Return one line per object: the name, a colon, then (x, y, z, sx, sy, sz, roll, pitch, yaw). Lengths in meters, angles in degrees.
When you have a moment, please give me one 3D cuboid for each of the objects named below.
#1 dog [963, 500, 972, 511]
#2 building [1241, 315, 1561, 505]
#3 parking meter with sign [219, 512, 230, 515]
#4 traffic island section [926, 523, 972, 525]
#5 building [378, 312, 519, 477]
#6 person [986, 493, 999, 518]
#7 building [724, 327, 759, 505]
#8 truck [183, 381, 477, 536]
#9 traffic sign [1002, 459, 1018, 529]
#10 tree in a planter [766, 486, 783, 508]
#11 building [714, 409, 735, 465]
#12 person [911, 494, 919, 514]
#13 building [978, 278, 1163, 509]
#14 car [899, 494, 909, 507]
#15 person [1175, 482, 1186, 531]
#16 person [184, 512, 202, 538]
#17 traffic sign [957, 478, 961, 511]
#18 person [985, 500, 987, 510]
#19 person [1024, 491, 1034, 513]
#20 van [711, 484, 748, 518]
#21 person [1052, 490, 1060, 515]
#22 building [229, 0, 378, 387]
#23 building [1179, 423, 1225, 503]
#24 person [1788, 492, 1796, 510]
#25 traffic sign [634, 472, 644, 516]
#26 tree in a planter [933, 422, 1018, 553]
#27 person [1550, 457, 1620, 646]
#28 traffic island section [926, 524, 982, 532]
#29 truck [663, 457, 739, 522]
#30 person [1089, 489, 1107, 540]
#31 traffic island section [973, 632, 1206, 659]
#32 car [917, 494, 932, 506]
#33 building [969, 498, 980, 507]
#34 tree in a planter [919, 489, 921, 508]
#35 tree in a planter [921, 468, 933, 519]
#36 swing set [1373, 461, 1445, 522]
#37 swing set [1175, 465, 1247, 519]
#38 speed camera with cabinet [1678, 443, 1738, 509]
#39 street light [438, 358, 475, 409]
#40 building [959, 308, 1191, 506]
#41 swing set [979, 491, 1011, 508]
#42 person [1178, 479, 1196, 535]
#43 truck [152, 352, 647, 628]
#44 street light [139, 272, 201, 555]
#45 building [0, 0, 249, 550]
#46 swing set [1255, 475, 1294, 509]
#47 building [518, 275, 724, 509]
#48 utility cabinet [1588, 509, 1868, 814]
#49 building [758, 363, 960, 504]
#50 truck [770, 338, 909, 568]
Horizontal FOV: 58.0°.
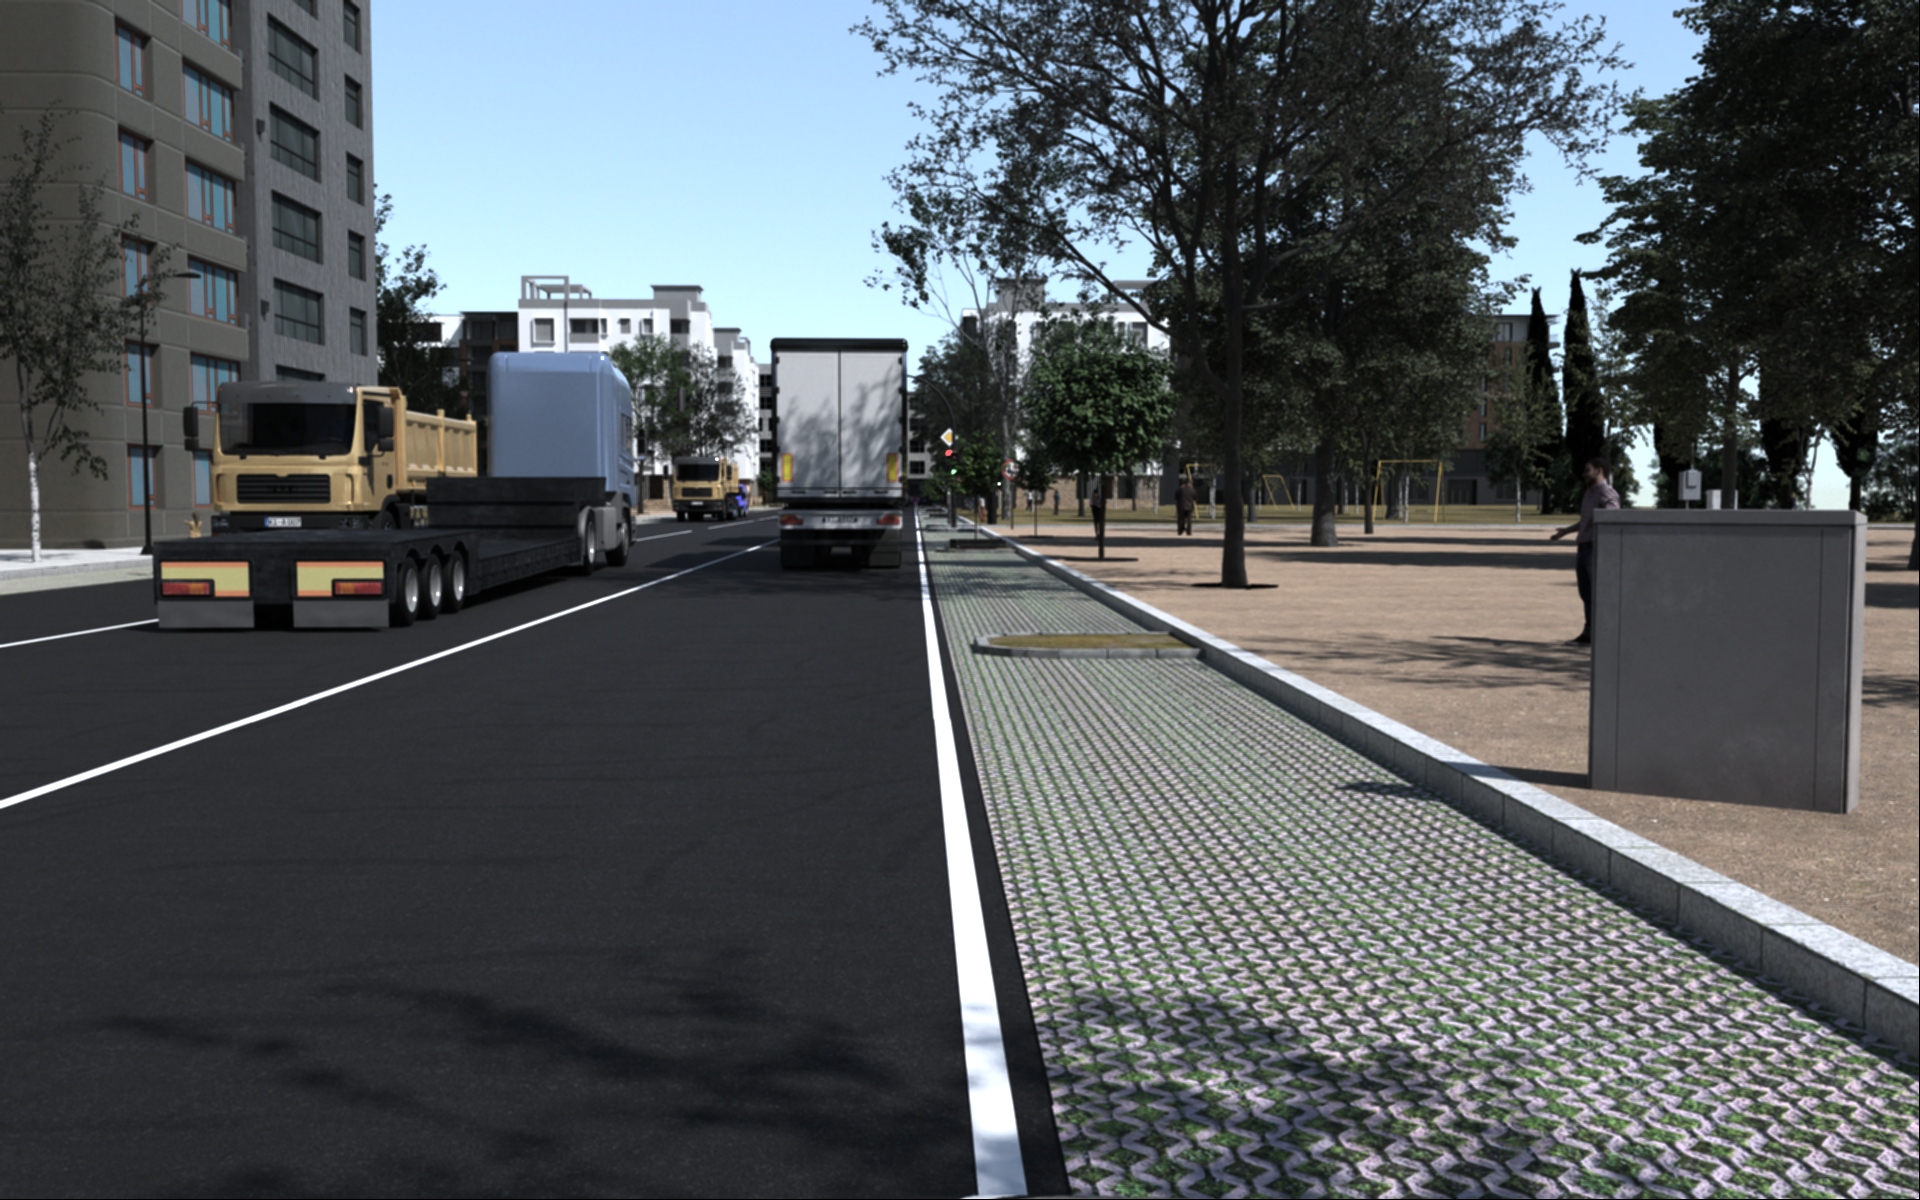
dog: (0.712, -7.152, 131.317, 0.800, 0.831, 0.513, 3, 5, 40)
building: (51.670, -22.440, 210.876, 32.646, 21.610, 27.936, 0, 4, -2)
parking meter with sign: (-17.279, -2.807, 42.149, 0.543, 3.016, 1.738, 1, 4, 16)
traffic island section: (-0.430, -3.151, 73.793, 2.009, 0.180, 2.903, 0, 4, -2)
building: (-52.765, -22.259, 207.917, 32.646, 21.610, 27.936, 0, 4, -2)
person: (1.793, -5.425, 94.611, 0.709, 1.838, 0.599, 0, 4, 6)
building: (-31.494, -20.661, 194.228, 16.016, 20.091, 11.380, 0, 4, -2)
truck: (-11.472, -2.253, 32.765, 3.469, 3.379, 9.791, 0, 4, -3)
traffic sign: (1.896, -3.835, 62.815, 0.768, 2.556, 0.104, 0, 4, 2)
tree in a planter: (-18.563, -10.877, 175.062, 1.991, 3.239, 1.994, 0, 4, -2)
building: (-27.092, -14.207, 174.436, 9.099, 9.664, 28.070, 0, 4, -2)
person: (-3.213, -6.760, 122.258, 0.726, 1.435, 0.776, -1, 4, -13)
building: (9.661, -18.397, 157.214, 16.016, 20.091, 11.380, 0, 4, -2)
car: (-6.670, -10.938, 187.502, 2.281, 1.827, 5.304, 0, 4, -3)
person: (7.783, -3.292, 60.792, 0.541, 1.710, 0.530, -1, 4, -9)
person: (-18.619, -1.718, 42.055, 0.347, 0.859, 0.695, -3, 5, -39)
traffic sign: (0.052, -7.846, 128.392, 0.768, 2.556, 0.104, 0, 4, 3)
person: (2.014, -7.880, 135.413, 0.617, 1.759, 0.750, -3, 5, -44)
person: (4.768, -6.849, 118.754, 0.841, 1.734, 0.376, -2, 4, -29)
van: (-14.112, -6.214, 105.990, 2.240, 2.365, 5.245, 0, 4, -3)
person: (5.833, -5.910, 104.883, 0.429, 1.552, 0.499, 2, 4, 24)
building: (-26.940, -17.335, 55.131, 14.107, 30.474, 14.160, 0, 4, -2)
building: (43.530, -23.110, 244.308, 31.486, 18.905, 16.747, 0, 4, -2)
person: (33.894, -3.627, 70.343, 0.613, 1.512, 0.480, 2, 4, 26)
traffic sign: (-18.971, -6.229, 101.943, 0.768, 2.556, 0.104, 0, 4, 7)
tree in a planter: (0.397, -2.786, 42.772, 1.991, 3.239, 1.994, 0, 4, -2)
person: (5.291, -0.397, 14.485, 0.435, 1.587, 0.963, 0, 4, -7)
traffic island section: (-0.217, -2.662, 65.811, 2.009, 0.180, 2.903, 0, 4, -2)
truck: (-13.448, -5.856, 91.670, 3.469, 3.379, 9.791, 0, 4, -2)
person: (3.785, -2.375, 48.064, 0.628, 1.438, 0.799, -1, 4, -18)
traffic island section: (1.126, 0.424, 15.933, 1.991, 0.108, 1.994, 0, 4, -2)
car: (-4.479, -12.603, 215.841, 2.009, 1.686, 4.222, 0, 4, -3)
building: (5.729, -14.372, 177.124, 9.099, 9.664, 28.070, 0, 4, -2)
tree in a planter: (-1.816, -7.840, 125.399, 1.991, 3.239, 1.994, 0, 4, -2)
tree in a planter: (-1.095, -6.192, 98.465, 1.991, 3.239, 1.994, 0, 4, -2)
swing set: (21.218, -5.117, 81.281, 3.119, 2.851, 2.862, 2, 4, 24)
swing set: (13.287, -5.806, 92.555, 3.119, 2.851, 2.862, -1, 4, -17)
speed camera with cabinet: (28.941, -4.445, 67.007, 2.038, 3.252, 0.660, 0, 4, 5)
street light: (-17.220, -5.298, 59.164, 1.470, 5.913, 1.316, 0, 4, -2)
building: (13.800, -22.221, 207.286, 27.936, 21.610, 32.646, 0, 4, -2)
swing set: (2.849, -9.130, 146.893, 2.862, 2.851, 3.119, 0, 4, -3)
person: (7.068, -2.892, 54.021, 0.565, 1.739, 0.600, -1, 4, -12)
truck: (-7.510, -2.283, 27.094, 2.967, 4.110, 18.799, 0, 4, -3)
street light: (-16.581, -3.904, 36.377, 1.470, 5.913, 1.316, 0, 4, -2)
building: (-33.455, -11.534, 33.622, 27.650, 21.520, 28.899, 0, 4, -2)
swing set: (26.305, -9.122, 146.765, 2.862, 2.851, 3.119, 3, 5, 41)
building: (-29.981, -18.222, 154.344, 16.016, 20.091, 11.380, 0, 4, -2)
utility cabinet: (3.221, 0.236, 7.307, 1.020, 1.237, 0.306, 3, 4, 36)
building: (-16.011, -23.028, 242.962, 31.486, 18.905, 16.747, 0, 4, -2)
truck: (-2.501, -2.924, 36.713, 2.839, 4.237, 11.283, 0, 4, -3)
